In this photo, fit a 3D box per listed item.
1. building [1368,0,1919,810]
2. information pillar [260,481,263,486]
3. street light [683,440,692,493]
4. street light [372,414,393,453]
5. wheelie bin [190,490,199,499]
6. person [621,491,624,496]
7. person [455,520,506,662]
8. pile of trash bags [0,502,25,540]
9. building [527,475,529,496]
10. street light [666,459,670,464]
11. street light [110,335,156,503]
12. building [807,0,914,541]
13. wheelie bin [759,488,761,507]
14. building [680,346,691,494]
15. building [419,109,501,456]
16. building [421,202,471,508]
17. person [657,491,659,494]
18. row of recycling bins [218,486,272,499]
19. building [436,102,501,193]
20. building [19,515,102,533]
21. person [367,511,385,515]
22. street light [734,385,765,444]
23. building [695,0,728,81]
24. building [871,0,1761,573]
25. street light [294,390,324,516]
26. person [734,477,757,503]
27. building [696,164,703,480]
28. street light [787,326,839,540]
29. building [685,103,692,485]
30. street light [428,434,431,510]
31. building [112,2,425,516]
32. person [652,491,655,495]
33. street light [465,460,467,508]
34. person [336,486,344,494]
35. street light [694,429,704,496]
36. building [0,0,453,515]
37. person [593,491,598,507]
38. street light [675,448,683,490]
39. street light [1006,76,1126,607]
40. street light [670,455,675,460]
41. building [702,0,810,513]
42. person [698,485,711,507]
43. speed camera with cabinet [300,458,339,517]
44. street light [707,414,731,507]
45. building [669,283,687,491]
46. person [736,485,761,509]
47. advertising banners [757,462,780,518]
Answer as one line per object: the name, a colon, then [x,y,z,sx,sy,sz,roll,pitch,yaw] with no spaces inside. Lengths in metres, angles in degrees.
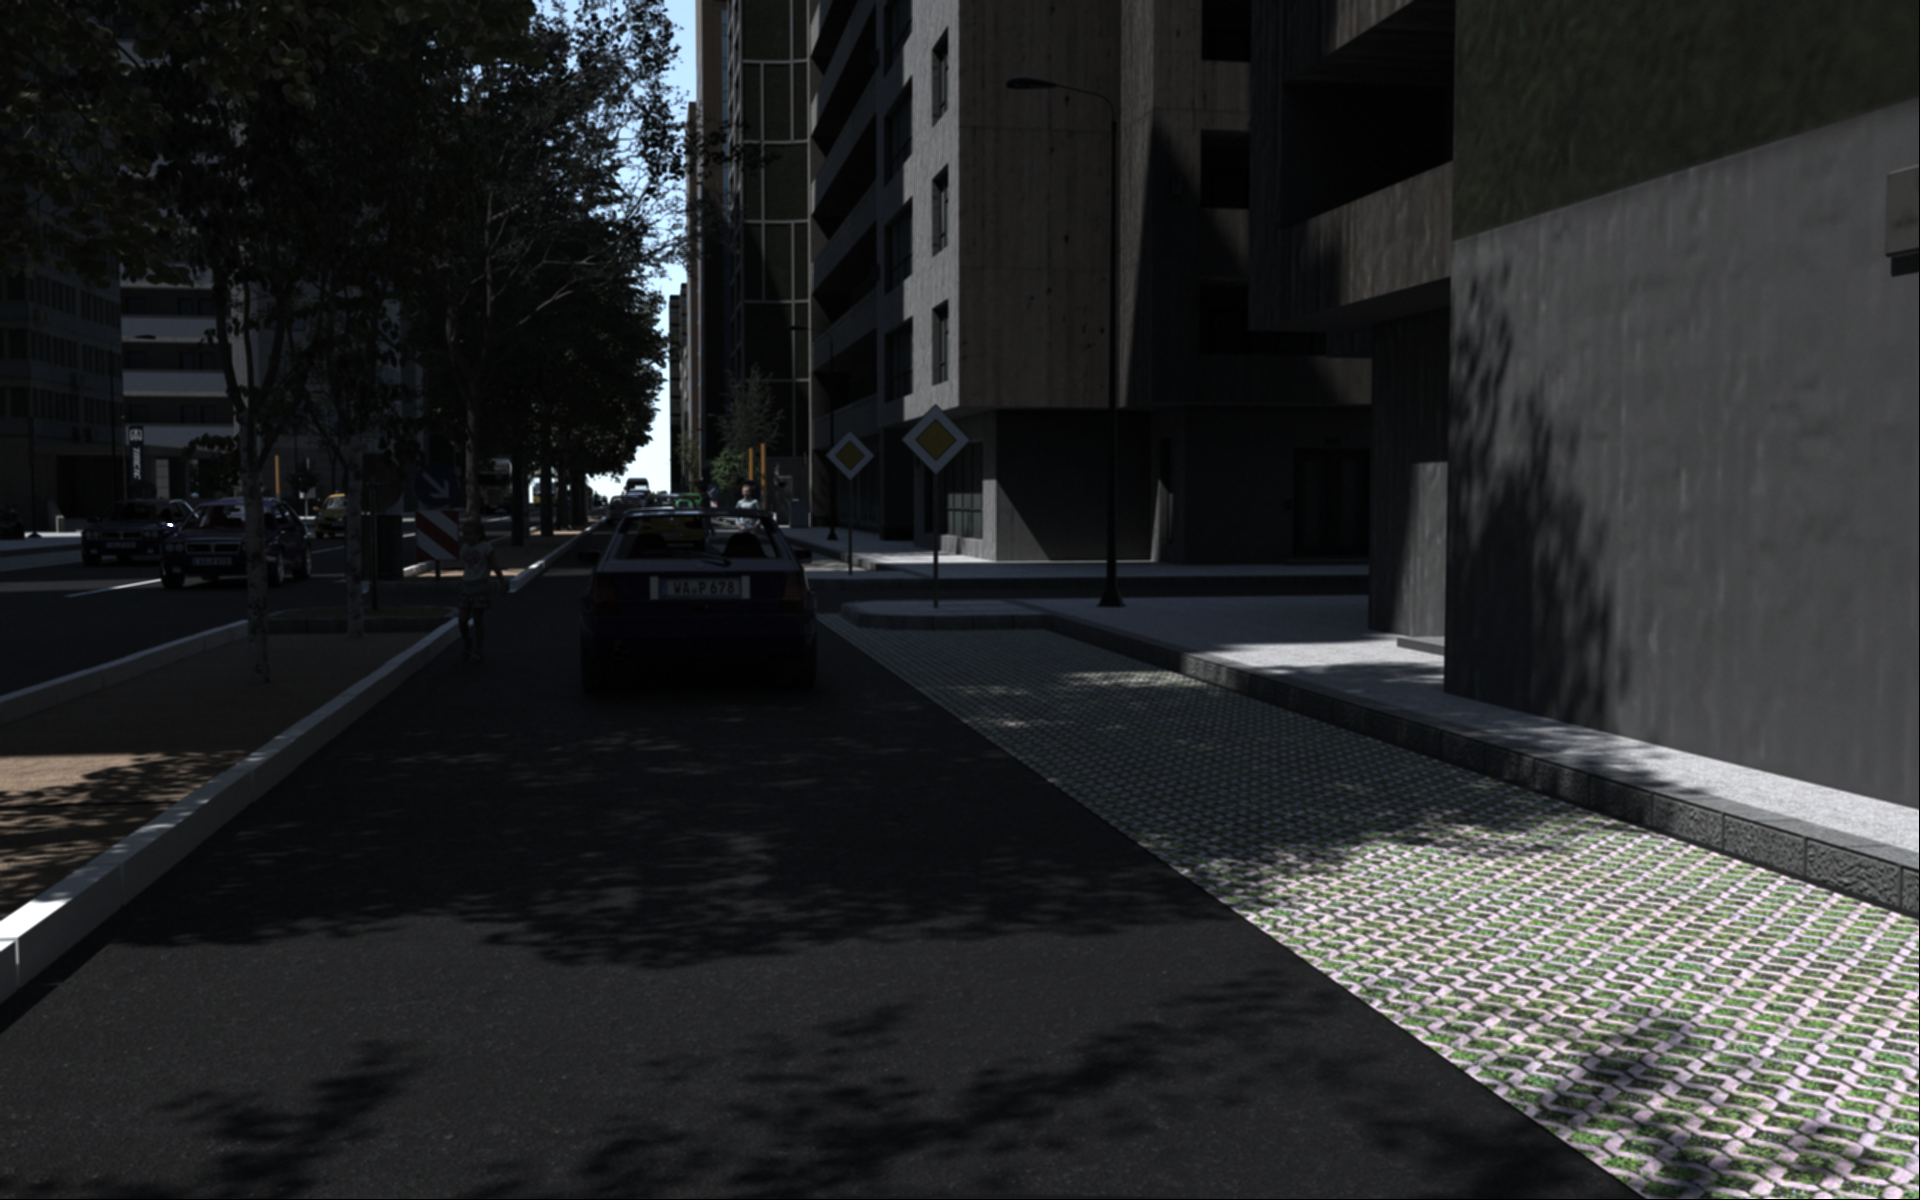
building: [9.644,-14.795,13.598,14.160,30.474,14.107,-1,4,-10]
information pillar: [-38.475,-5.540,95.078,0.304,2.012,0.304,1,4,9]
street light: [-22.967,-10.836,149.708,1.470,5.913,1.316,-1,4,-10]
street light: [-33.302,-7.790,99.907,1.470,5.913,1.316,-1,4,-10]
wheelie bin: [-41.573,-5.281,94.250,0.693,1.594,0.980,-3,4,-37]
person: [-32.130,-9.526,165.194,0.436,1.711,0.756,0,4,4]
person: [-4.106,-0.085,14.898,0.505,1.210,0.382,1,4,15]
pile of trash bags: [-28.044,-2.351,48.189,3.447,1.369,1.912,-3,4,-39]
building: [-66.817,-28.459,237.006,14.160,30.474,14.107,-1,4,-10]
street light: [-38.278,-15.870,232.016,1.470,5.913,1.316,-1,4,-10]
street light: [-24.153,-4.773,50.581,1.470,5.913,1.316,-1,4,-10]
building: [6.468,-26.586,58.383,21.300,48.544,21.600,-1,4,-10]
wheelie bin: [-11.154,-5.386,95.969,0.693,1.594,0.980,2,4,34]
building: [-20.899,-22.829,218.293,27.650,21.520,28.899,-1,4,-10]
building: [-62.741,-32.860,191.883,22.147,44.769,28.867,-1,4,-10]
building: [-51.548,-23.458,155.236,14.160,30.474,14.107,-1,4,-10]
person: [-29.900,-9.957,171.823,1.217,1.766,0.721,1,4,18]
row of recycling bins: [-37.866,-5.106,90.603,3.534,1.692,1.069,-1,4,-17]
building: [-66.723,-36.266,216.647,21.300,48.544,21.600,-1,4,-10]
building: [-45.346,-22.656,62.309,32.217,40.220,23.993,-1,4,-10]
person: [-10.397,-1.361,30.933,0.473,1.802,0.592,0,4,2]
street light: [-8.959,-6.224,74.304,1.470,5.913,1.316,-1,4,-10]
building: [-14.271,-30.072,141.791,14.600,45.320,14.200,-1,4,-10]
building: [5.972,-16.175,36.163,14.107,30.474,14.160,-1,4,-10]
street light: [-29.199,-6.428,77.634,1.470,5.913,1.316,-1,4,-10]
person: [-5.237,-2.100,42.636,0.655,1.846,0.447,-2,4,-28]
building: [-13.472,-31.143,163.816,22.147,44.769,28.867,-1,4,-10]
street light: [-4.091,-4.618,48.040,1.470,5.913,1.316,-1,4,-10]
building: [-23.600,-33.338,195.190,14.600,45.320,14.200,-1,4,-10]
street light: [-38.362,-9.441,126.907,1.470,5.913,1.316,-1,4,-10]
building: [-46.757,-34.672,108.888,21.231,58.520,28.212,-1,4,-10]
person: [-40.568,-13.501,229.252,1.348,1.823,0.705,0,4,-6]
street light: [-43.417,-11.104,154.097,1.470,5.913,1.316,-1,4,-10]
person: [-28.809,-4.405,80.620,0.635,1.810,0.391,-1,4,-19]
street light: [-18.057,-9.230,123.452,1.470,5.913,1.316,-1,4,-10]
building: [-56.949,-27.044,134.058,32.217,40.220,23.993,-1,4,-10]
person: [-40.700,-11.311,193.511,0.705,1.814,1.350,-3,4,-37]
street light: [-27.954,-12.473,176.469,1.470,5.913,1.316,-1,4,-10]
street light: [1.199,-2.875,19.541,1.470,5.913,1.316,-1,4,-10]
street light: [-33.227,-14.204,204.780,1.470,5.913,1.316,-1,4,-10]
building: [-8.029,-41.936,123.905,20.563,71.187,20.611,-1,4,-10]
person: [-8.283,-2.899,56.743,0.643,1.720,0.563,-1,4,-19]
speed camera with cabinet: [-35.657,-6.242,96.400,2.038,3.252,0.660,-3,5,-45]
street light: [-13.991,-7.863,101.099,1.470,5.913,1.316,-1,4,-10]
building: [-35.095,-29.348,251.541,14.160,30.474,14.107,-1,4,-10]
person: [-3.929,-1.333,32.099,0.589,1.601,0.330,1,4,15]
advertising banners: [-10.491,-5.966,93.725,0.090,3.025,2.074,3,5,43]
